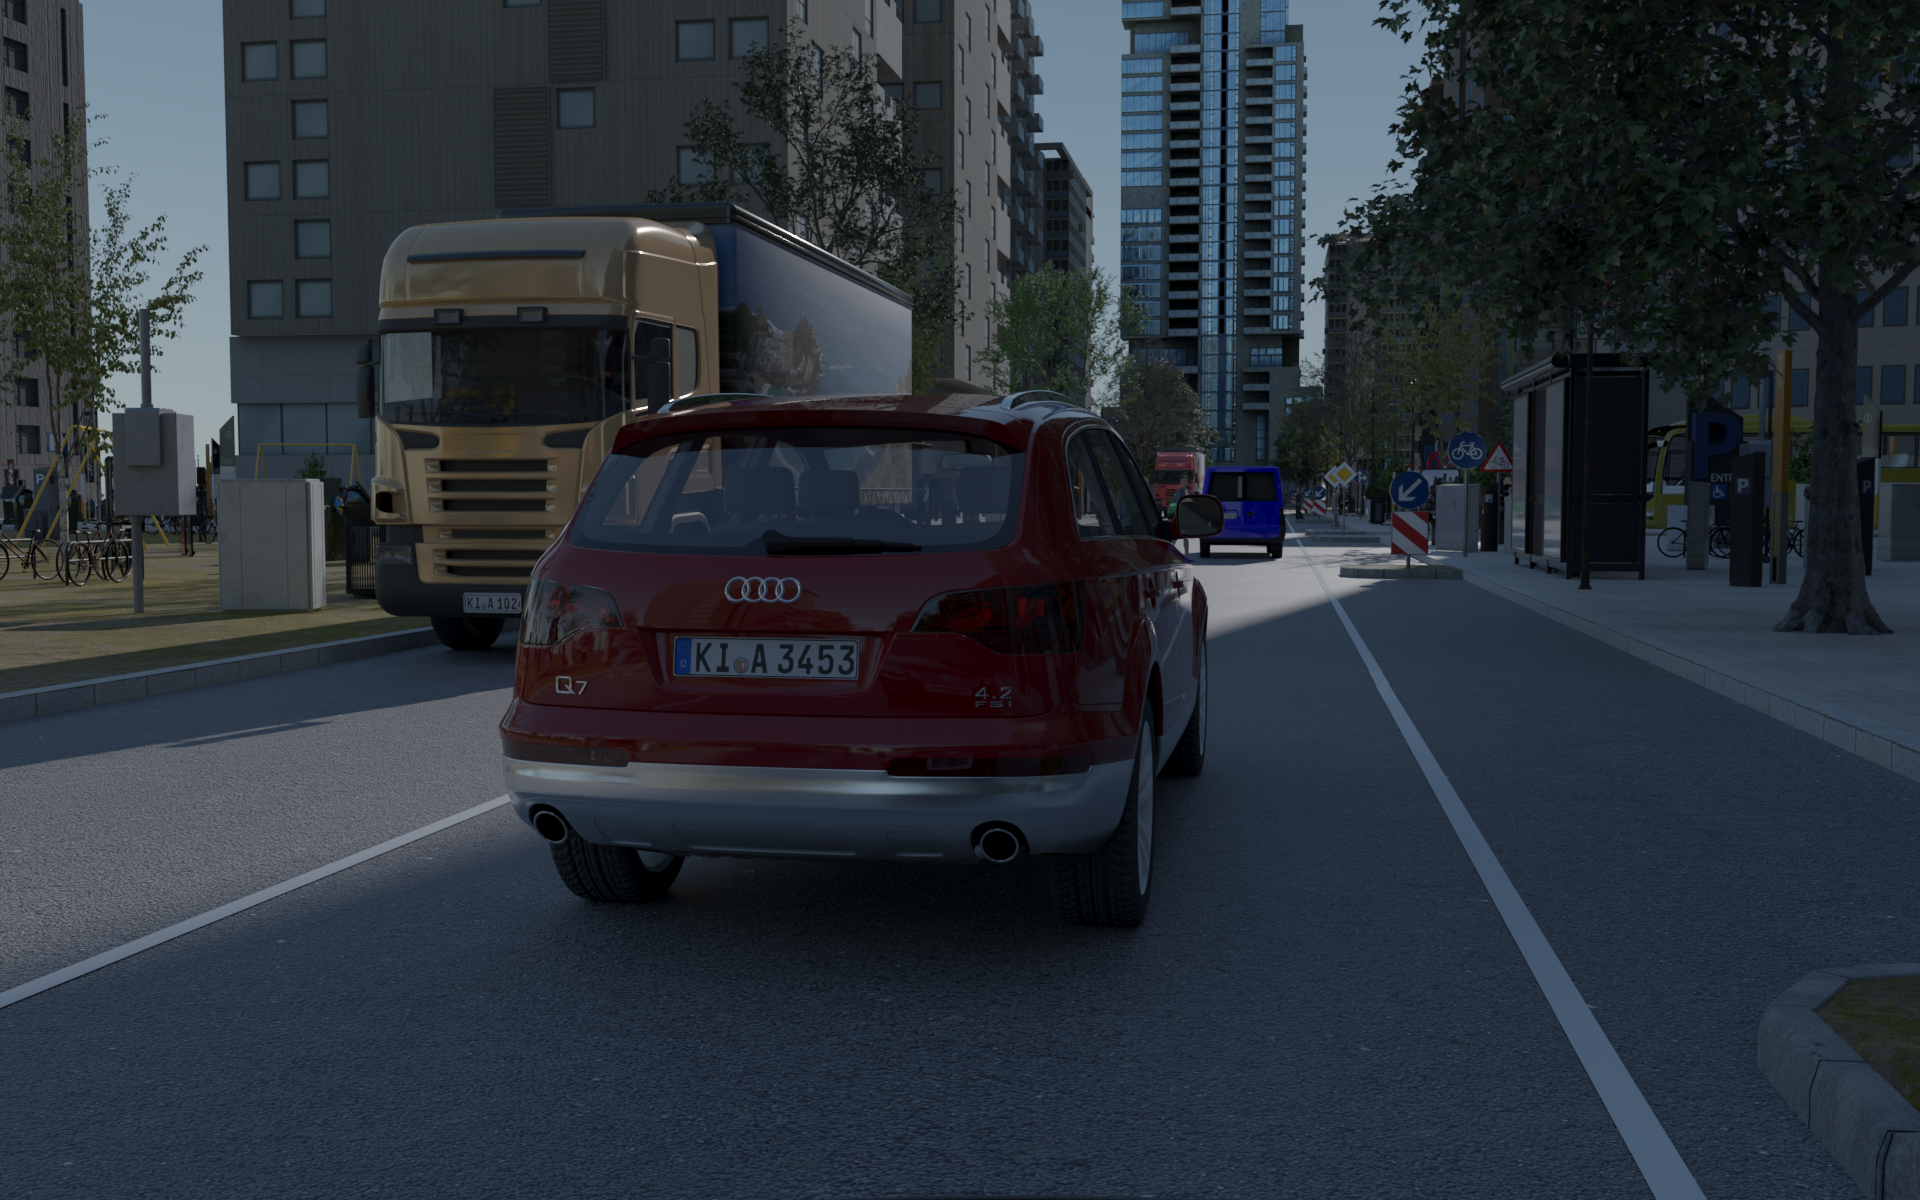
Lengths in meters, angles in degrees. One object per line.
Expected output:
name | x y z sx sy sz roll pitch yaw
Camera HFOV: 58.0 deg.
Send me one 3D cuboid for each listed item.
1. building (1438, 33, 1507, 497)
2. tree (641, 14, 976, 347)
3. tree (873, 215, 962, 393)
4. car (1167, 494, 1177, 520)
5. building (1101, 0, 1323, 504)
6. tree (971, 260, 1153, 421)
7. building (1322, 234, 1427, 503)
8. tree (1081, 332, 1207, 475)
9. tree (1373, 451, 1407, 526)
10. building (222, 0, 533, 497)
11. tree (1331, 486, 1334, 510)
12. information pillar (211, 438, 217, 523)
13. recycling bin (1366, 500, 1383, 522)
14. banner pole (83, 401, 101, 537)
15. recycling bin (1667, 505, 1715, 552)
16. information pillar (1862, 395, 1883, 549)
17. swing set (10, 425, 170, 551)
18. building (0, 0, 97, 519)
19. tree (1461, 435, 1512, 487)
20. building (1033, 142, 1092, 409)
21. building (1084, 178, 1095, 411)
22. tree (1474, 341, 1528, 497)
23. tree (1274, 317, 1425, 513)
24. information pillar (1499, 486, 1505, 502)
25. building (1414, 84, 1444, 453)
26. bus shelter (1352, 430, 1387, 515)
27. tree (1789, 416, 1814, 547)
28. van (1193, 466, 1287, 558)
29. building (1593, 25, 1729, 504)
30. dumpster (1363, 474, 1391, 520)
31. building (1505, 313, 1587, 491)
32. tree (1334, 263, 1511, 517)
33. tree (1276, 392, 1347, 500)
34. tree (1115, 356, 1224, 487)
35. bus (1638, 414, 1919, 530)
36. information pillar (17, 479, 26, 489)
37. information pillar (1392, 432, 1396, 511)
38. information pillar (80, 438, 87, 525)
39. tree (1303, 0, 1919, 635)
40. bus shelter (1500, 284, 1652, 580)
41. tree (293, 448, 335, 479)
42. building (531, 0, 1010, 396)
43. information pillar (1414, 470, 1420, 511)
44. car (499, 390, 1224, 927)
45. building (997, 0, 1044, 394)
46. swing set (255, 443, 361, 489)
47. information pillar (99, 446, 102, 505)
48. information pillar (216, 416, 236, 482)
building | 51.801 -31.090 158.435 14.600 45.320 14.200 1 4 10
tree | -3.420 -6.143 34.856 8.767 10.594 7.601 1 4 19
tree | -1.773 -5.818 45.482 4.737 8.622 4.395 0 3 0
car | 12.450 -5.303 95.505 1.959 1.807 4.718 1 4 12
building | 34.332 -56.642 238.764 31.000 86.520 22.319 1 4 10
tree | 4.327 -9.171 75.709 9.928 11.665 9.643 0 3 0
building | 62.565 -33.525 240.008 23.993 40.220 32.217 1 4 10
tree | 13.781 -13.487 130.877 12.009 13.543 11.850 0 3 0
tree | 17.765 -4.642 70.492 1.663 3.219 1.824 0 3 0
building | -18.359 -30.600 89.556 28.713 52.752 27.495 1 4 10
tree | 30.937 -9.029 142.218 1.663 3.219 1.824 0 3 0
information pillar | -31.028 -4.954 72.360 0.183 3.616 0.504 2 4 31
recycling bin | 19.099 -4.105 79.678 0.722 1.027 0.722 1 4 9
banner pole | -23.176 -3.443 46.309 0.401 3.779 0.863 0 4 3
recycling bin | 16.367 -1.605 38.795 0.722 1.027 0.722 -2 4 -29
information pillar | 21.384 -3.017 40.679 0.183 3.616 0.504 -1 4 -21
swing set | -20.392 -2.637 40.729 2.862 2.851 3.119 -1 4 -15
building | -56.665 -19.559 91.483 14.107 30.474 14.160 1 4 10
tree | 29.468 -6.891 96.374 4.285 4.588 4.351 0 3 0
building | 1.462 -30.335 187.866 23.993 40.220 32.217 1 4 10
building | 10.842 -36.077 239.966 14.200 45.320 14.600 1 4 10
tree | 26.107 -8.033 81.703 4.360 8.622 3.978 0 3 0
tree | 26.637 -12.693 117.898 12.009 13.543 11.850 0 3 0
information pillar | 28.297 -5.264 90.553 0.304 2.012 0.304 0 4 5
building | 58.968 -32.104 179.529 22.147 44.769 28.867 1 4 10
bus shelter | 25.306 -7.884 106.531 2.179 5.291 8.768 1 4 10
tree | 20.885 -2.912 42.214 1.663 3.219 1.824 0 3 0
van | 6.567 -2.216 40.610 2.240 2.365 5.245 1 4 8
building | 43.500 -32.514 73.598 28.212 58.520 21.231 1 4 10
dumpster | 20.574 -5.035 84.821 1.502 2.255 1.985 1 4 10
building | 45.914 -26.848 122.557 14.154 41.232 14.086 1 4 10
tree | 13.217 -5.947 47.593 4.737 8.622 4.395 0 3 0
tree | 35.566 -15.169 173.760 9.928 11.665 9.643 0 3 0
tree | 16.436 -13.855 143.533 9.611 12.733 9.660 0 3 0
bus | 27.192 -3.807 53.785 12.252 3.916 2.896 1 4 9
information pillar | -45.444 -4.857 83.903 0.304 2.012 0.304 -1 4 -13
information pillar | 16.445 -4.542 65.619 0.183 3.616 0.504 1 4 15
information pillar | -36.215 -4.904 71.528 0.183 3.616 0.504 -3 4 -38
tree | 8.066 -6.049 15.903 9.611 12.733 9.660 0 3 0
bus shelter | 10.639 -3.196 29.884 2.179 5.291 8.768 1 4 10
tree | -26.937 -4.768 72.554 1.663 3.219 1.824 0 3 0
building | -11.245 -32.724 124.275 28.713 52.752 27.495 1 4 10
information pillar | 14.127 -2.982 53.243 0.304 2.012 0.304 -2 4 -27
car | -0.055 0.076 7.423 2.281 1.827 5.304 1 4 11
building | -4.590 -32.795 155.802 23.786 49.044 30.456 1 4 10
swing set | -20.143 -3.441 53.880 3.119 2.851 2.862 0 4 -8
information pillar | -42.424 -5.751 85.377 0.183 3.616 0.504 -3 4 -38
information pillar | -21.888 -3.698 51.823 0.504 3.616 0.183 1 4 14
